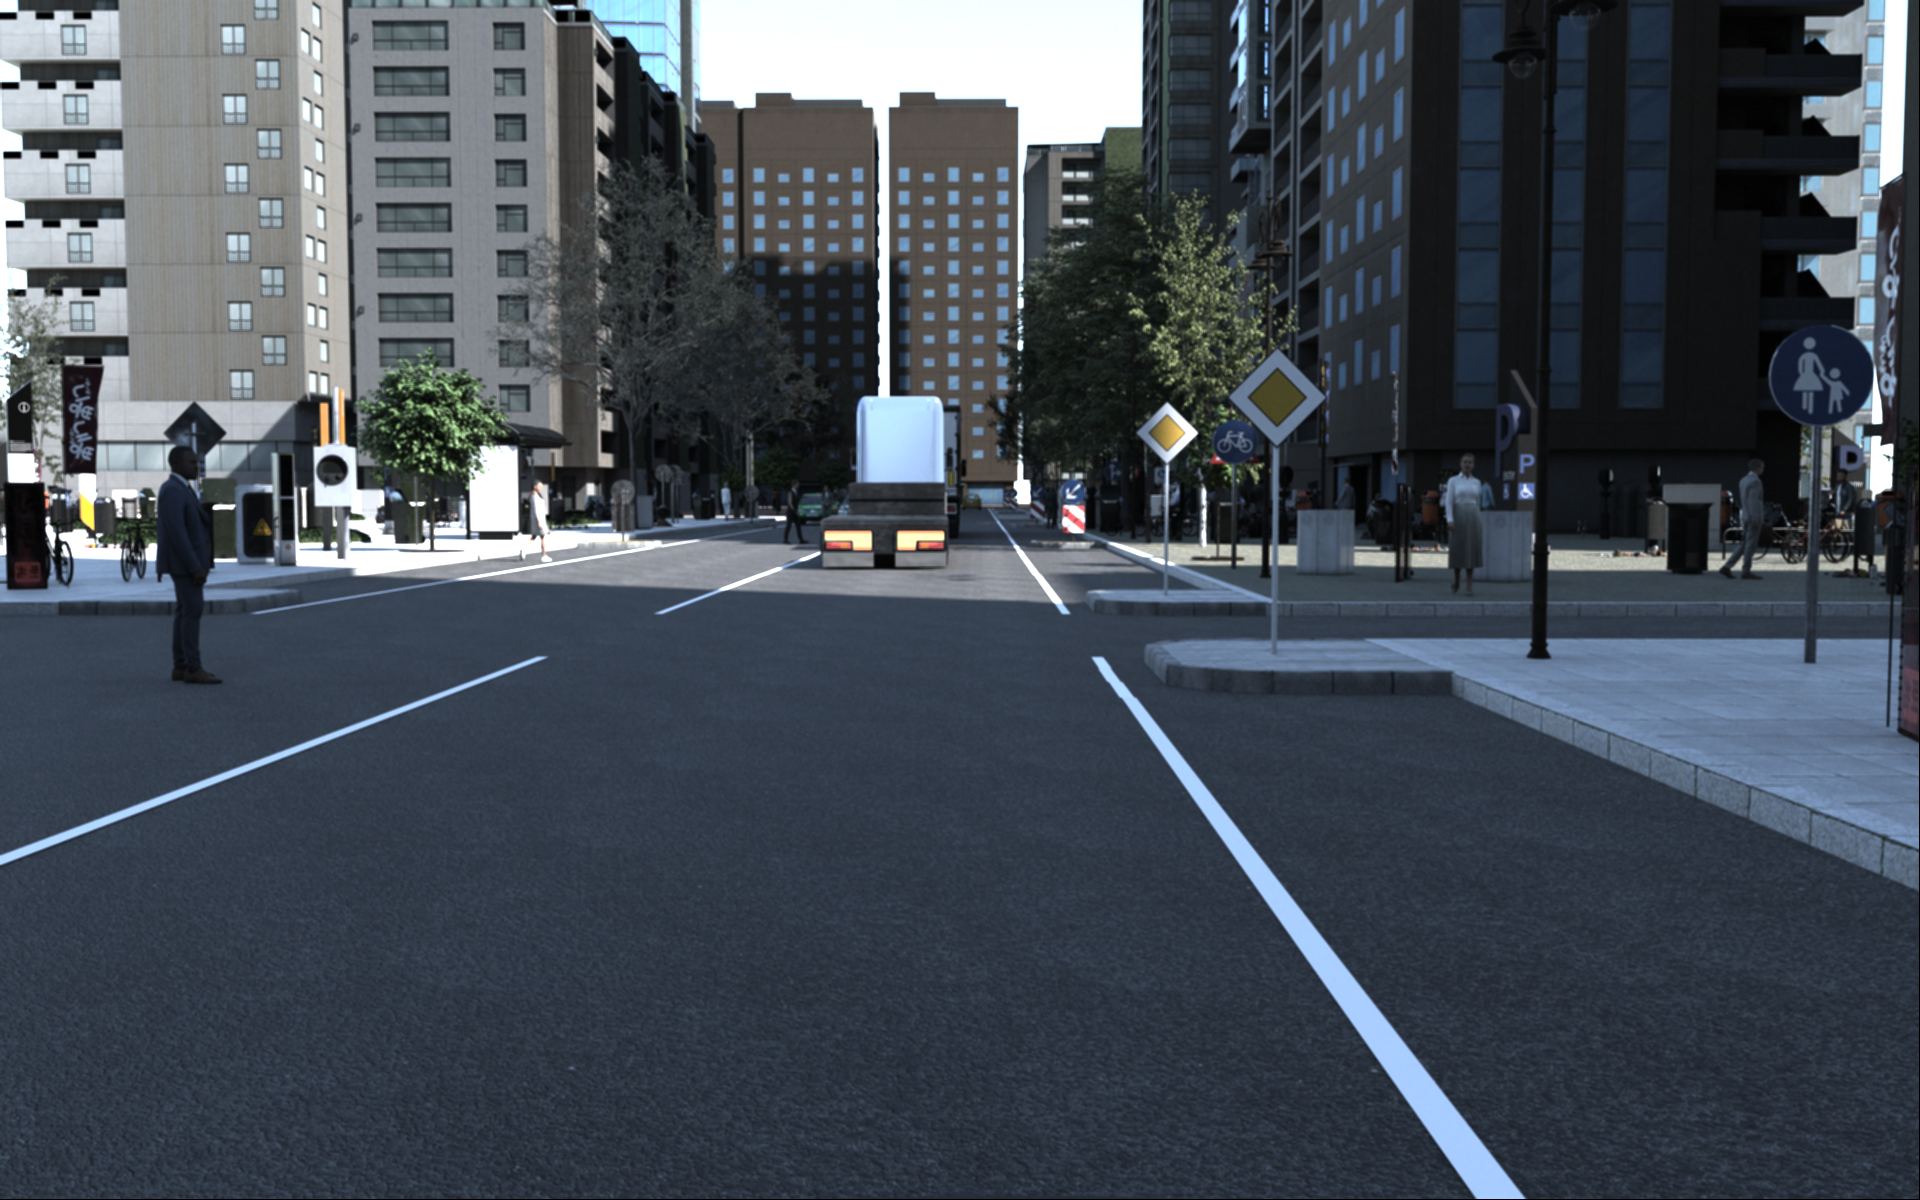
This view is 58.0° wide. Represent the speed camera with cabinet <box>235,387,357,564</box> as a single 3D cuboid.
[{"bbox_3d":[-12.216,-2.296,31.877,2.038,3.252,0.660,-1,4,-10],"label":"speed camera with cabinet"}]

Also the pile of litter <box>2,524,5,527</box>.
[{"bbox_3d":[-36.465,-3.241,66.960,1.719,0.858,1.176,1,4,12],"label":"pile of litter"}]

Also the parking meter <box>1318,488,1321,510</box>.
[{"bbox_3d":[15.325,-3.992,73.685,0.372,1.533,0.369,0,3,0],"label":"parking meter"}]

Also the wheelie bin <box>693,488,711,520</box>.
[{"bbox_3d":[-12.913,-4.798,86.360,0.693,1.594,0.980,3,4,36],"label":"wheelie bin"}]

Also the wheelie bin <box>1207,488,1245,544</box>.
[{"bbox_3d":[6.891,-2.267,44.980,0.980,1.594,0.693,0,4,2],"label":"wheelie bin"}]

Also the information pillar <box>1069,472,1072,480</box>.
[{"bbox_3d":[6.011,-6.284,94.099,0.183,3.616,0.504,1,4,9],"label":"information pillar"}]

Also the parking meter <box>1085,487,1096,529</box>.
[{"bbox_3d":[4.791,-3.375,63.593,0.372,1.533,0.369,0,3,0],"label":"parking meter"}]

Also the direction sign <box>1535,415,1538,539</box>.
[{"bbox_3d":[16.213,-3.501,49.239,0.876,3.537,0.379,-2,4,-27],"label":"direction sign"}]

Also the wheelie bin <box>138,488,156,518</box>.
[{"bbox_3d":[-43.271,-5.152,92.146,0.693,1.594,0.980,1,4,13],"label":"wheelie bin"}]

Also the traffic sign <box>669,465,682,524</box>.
[{"bbox_3d":[-12.400,-4.579,74.965,0.768,2.556,0.104,0,4,8],"label":"traffic sign"}]

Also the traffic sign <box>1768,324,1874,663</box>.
[{"bbox_3d":[6.466,-0.794,13.096,0.768,2.556,0.104,0,4,3],"label":"traffic sign"}]

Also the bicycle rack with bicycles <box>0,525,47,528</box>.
[{"bbox_3d":[-40.140,-3.596,72.172,2.852,0.926,2.925,-1,4,-12],"label":"bicycle rack with bicycles"}]

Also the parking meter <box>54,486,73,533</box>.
[{"bbox_3d":[-29.648,-3.000,57.453,0.372,1.533,0.369,0,3,0],"label":"parking meter"}]

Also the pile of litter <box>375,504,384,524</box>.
[{"bbox_3d":[-24.669,-3.720,74.785,1.176,0.858,1.719,0,4,5],"label":"pile of litter"}]

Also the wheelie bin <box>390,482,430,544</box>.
[{"bbox_3d":[-14.204,-2.236,44.474,0.693,1.594,0.980,2,4,26],"label":"wheelie bin"}]

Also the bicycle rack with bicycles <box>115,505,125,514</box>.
[{"bbox_3d":[-42.511,-4.329,84.167,2.925,0.926,2.852,1,4,22],"label":"bicycle rack with bicycles"}]

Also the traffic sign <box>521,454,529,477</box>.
[{"bbox_3d":[-13.675,-3.259,53.385,0.768,2.556,0.104,0,4,3],"label":"traffic sign"}]

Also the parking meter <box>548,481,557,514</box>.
[{"bbox_3d":[-18.692,-4.515,79.527,0.399,1.863,0.255,3,5,40],"label":"parking meter"}]

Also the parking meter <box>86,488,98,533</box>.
[{"bbox_3d":[-28.615,-2.976,57.067,0.372,1.533,0.369,0,3,0],"label":"parking meter"}]

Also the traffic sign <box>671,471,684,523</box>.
[{"bbox_3d":[-12.433,-4.531,76.215,0.606,2.300,0.079,1,4,9],"label":"traffic sign"}]

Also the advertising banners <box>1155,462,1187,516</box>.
[{"bbox_3d":[11.456,-5.996,94.215,2.074,3.025,0.090,0,4,-7],"label":"advertising banners"}]

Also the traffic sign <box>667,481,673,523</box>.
[{"bbox_3d":[-12.958,-4.760,77.827,0.884,2.594,0.081,0,4,3],"label":"traffic sign"}]

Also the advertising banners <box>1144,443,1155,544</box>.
[{"bbox_3d":[4.918,-3.010,45.395,0.090,3.025,2.074,0,4,3],"label":"advertising banners"}]

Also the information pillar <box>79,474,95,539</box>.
[{"bbox_3d":[-24.844,-3.544,49.301,0.183,3.616,0.504,1,4,21],"label":"information pillar"}]

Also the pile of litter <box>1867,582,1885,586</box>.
[{"bbox_3d":[13.444,-0.613,23.990,1.176,0.858,1.719,0,4,-7],"label":"pile of litter"}]

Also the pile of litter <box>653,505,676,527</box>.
[{"bbox_3d":[-12.004,-3.342,68.610,1.176,0.858,1.719,-3,4,-38],"label":"pile of litter"}]

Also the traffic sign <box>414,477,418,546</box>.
[{"bbox_3d":[-13.484,-2.626,42.934,0.884,2.594,0.081,0,4,6],"label":"traffic sign"}]

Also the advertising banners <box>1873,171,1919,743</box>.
[{"bbox_3d":[4.993,-0.781,8.962,0.090,3.025,2.074,1,4,15],"label":"advertising banners"}]

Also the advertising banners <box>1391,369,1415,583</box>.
[{"bbox_3d":[6.468,-1.783,25.338,0.090,3.025,2.074,1,4,23],"label":"advertising banners"}]

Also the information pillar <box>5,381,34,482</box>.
[{"bbox_3d":[-19.372,-2.715,35.750,0.183,3.616,0.504,3,5,44],"label":"information pillar"}]

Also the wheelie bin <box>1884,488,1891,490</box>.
[{"bbox_3d":[46.506,-4.806,86.482,0.980,1.594,0.693,1,4,8],"label":"wheelie bin"}]

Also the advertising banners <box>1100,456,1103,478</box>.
[{"bbox_3d":[7.426,-5.113,79.784,2.074,3.025,0.090,-1,4,-15],"label":"advertising banners"}]

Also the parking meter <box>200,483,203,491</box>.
[{"bbox_3d":[-35.052,-4.566,80.362,0.255,1.863,0.399,1,4,8],"label":"parking meter"}]

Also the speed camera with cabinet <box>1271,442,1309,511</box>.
[{"bbox_3d":[12.725,-4.422,66.632,0.660,3.252,2.038,3,5,40],"label":"speed camera with cabinet"}]

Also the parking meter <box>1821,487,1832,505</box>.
[{"bbox_3d":[32.719,-3.490,65.467,0.372,1.533,0.369,0,3,0],"label":"parking meter"}]

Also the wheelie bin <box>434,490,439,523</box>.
[{"bbox_3d":[-23.356,-4.170,76.091,0.693,1.594,0.980,1,4,18],"label":"wheelie bin"}]

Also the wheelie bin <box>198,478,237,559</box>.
[{"bbox_3d":[-14.731,-1.620,34.391,0.980,1.594,0.693,-2,4,-33],"label":"wheelie bin"}]

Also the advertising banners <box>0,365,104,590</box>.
[{"bbox_3d":[-12.601,-1.655,23.252,2.074,3.025,0.090,-2,4,-24],"label":"advertising banners"}]

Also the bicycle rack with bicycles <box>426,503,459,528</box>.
[{"bbox_3d":[-20.535,-3.276,66.943,2.925,0.926,2.852,0,4,-1],"label":"bicycle rack with bicycles"}]

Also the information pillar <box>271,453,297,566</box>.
[{"bbox_3d":[-12.085,-1.620,30.971,0.304,2.012,0.304,-3,5,-41],"label":"information pillar"}]

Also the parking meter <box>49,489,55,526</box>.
[{"bbox_3d":[-36.012,-3.699,68.888,0.372,1.533,0.369,0,3,0],"label":"parking meter"}]

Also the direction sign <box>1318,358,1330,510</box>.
[{"bbox_3d":[6.162,-2.286,29.376,0.379,3.537,0.876,1,4,21],"label":"direction sign"}]

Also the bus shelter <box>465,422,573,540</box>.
[{"bbox_3d":[-12.917,-3.459,50.477,2.014,3.302,5.546,0,4,1],"label":"bus shelter"}]

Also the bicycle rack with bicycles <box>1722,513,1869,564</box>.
[{"bbox_3d":[16.154,-1.202,33.027,2.925,0.926,2.852,-1,4,-14],"label":"bicycle rack with bicycles"}]

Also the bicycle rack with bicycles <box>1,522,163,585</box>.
[{"bbox_3d":[-12.883,-0.738,25.443,2.852,0.926,2.925,-1,4,-23],"label":"bicycle rack with bicycles"}]

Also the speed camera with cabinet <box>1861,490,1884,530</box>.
[{"bbox_3d":[33.884,-4.196,62.939,2.038,3.252,0.660,-1,4,-8],"label":"speed camera with cabinet"}]

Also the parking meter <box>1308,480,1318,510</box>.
[{"bbox_3d":[14.889,-4.123,73.116,0.399,1.863,0.255,-2,4,-25],"label":"parking meter"}]

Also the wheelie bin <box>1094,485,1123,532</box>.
[{"bbox_3d":[4.997,-3.086,58.366,0.980,1.594,0.693,0,4,1],"label":"wheelie bin"}]

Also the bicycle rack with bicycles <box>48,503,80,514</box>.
[{"bbox_3d":[-41.598,-4.023,79.152,2.925,0.926,2.852,0,4,-1],"label":"bicycle rack with bicycles"}]

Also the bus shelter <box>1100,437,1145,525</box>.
[{"bbox_3d":[6.758,-5.015,73.279,1.731,3.624,6.357,0,4,0],"label":"bus shelter"}]

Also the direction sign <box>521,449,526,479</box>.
[{"bbox_3d":[-22.398,-5.862,87.838,0.876,3.537,0.379,-3,5,-40],"label":"direction sign"}]

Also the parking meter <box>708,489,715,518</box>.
[{"bbox_3d":[-13.144,-5.093,91.673,0.372,1.533,0.369,0,3,0],"label":"parking meter"}]

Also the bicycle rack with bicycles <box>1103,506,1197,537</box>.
[{"bbox_3d":[6.215,-2.427,53.056,2.852,0.926,2.925,-3,5,-44],"label":"bicycle rack with bicycles"}]
